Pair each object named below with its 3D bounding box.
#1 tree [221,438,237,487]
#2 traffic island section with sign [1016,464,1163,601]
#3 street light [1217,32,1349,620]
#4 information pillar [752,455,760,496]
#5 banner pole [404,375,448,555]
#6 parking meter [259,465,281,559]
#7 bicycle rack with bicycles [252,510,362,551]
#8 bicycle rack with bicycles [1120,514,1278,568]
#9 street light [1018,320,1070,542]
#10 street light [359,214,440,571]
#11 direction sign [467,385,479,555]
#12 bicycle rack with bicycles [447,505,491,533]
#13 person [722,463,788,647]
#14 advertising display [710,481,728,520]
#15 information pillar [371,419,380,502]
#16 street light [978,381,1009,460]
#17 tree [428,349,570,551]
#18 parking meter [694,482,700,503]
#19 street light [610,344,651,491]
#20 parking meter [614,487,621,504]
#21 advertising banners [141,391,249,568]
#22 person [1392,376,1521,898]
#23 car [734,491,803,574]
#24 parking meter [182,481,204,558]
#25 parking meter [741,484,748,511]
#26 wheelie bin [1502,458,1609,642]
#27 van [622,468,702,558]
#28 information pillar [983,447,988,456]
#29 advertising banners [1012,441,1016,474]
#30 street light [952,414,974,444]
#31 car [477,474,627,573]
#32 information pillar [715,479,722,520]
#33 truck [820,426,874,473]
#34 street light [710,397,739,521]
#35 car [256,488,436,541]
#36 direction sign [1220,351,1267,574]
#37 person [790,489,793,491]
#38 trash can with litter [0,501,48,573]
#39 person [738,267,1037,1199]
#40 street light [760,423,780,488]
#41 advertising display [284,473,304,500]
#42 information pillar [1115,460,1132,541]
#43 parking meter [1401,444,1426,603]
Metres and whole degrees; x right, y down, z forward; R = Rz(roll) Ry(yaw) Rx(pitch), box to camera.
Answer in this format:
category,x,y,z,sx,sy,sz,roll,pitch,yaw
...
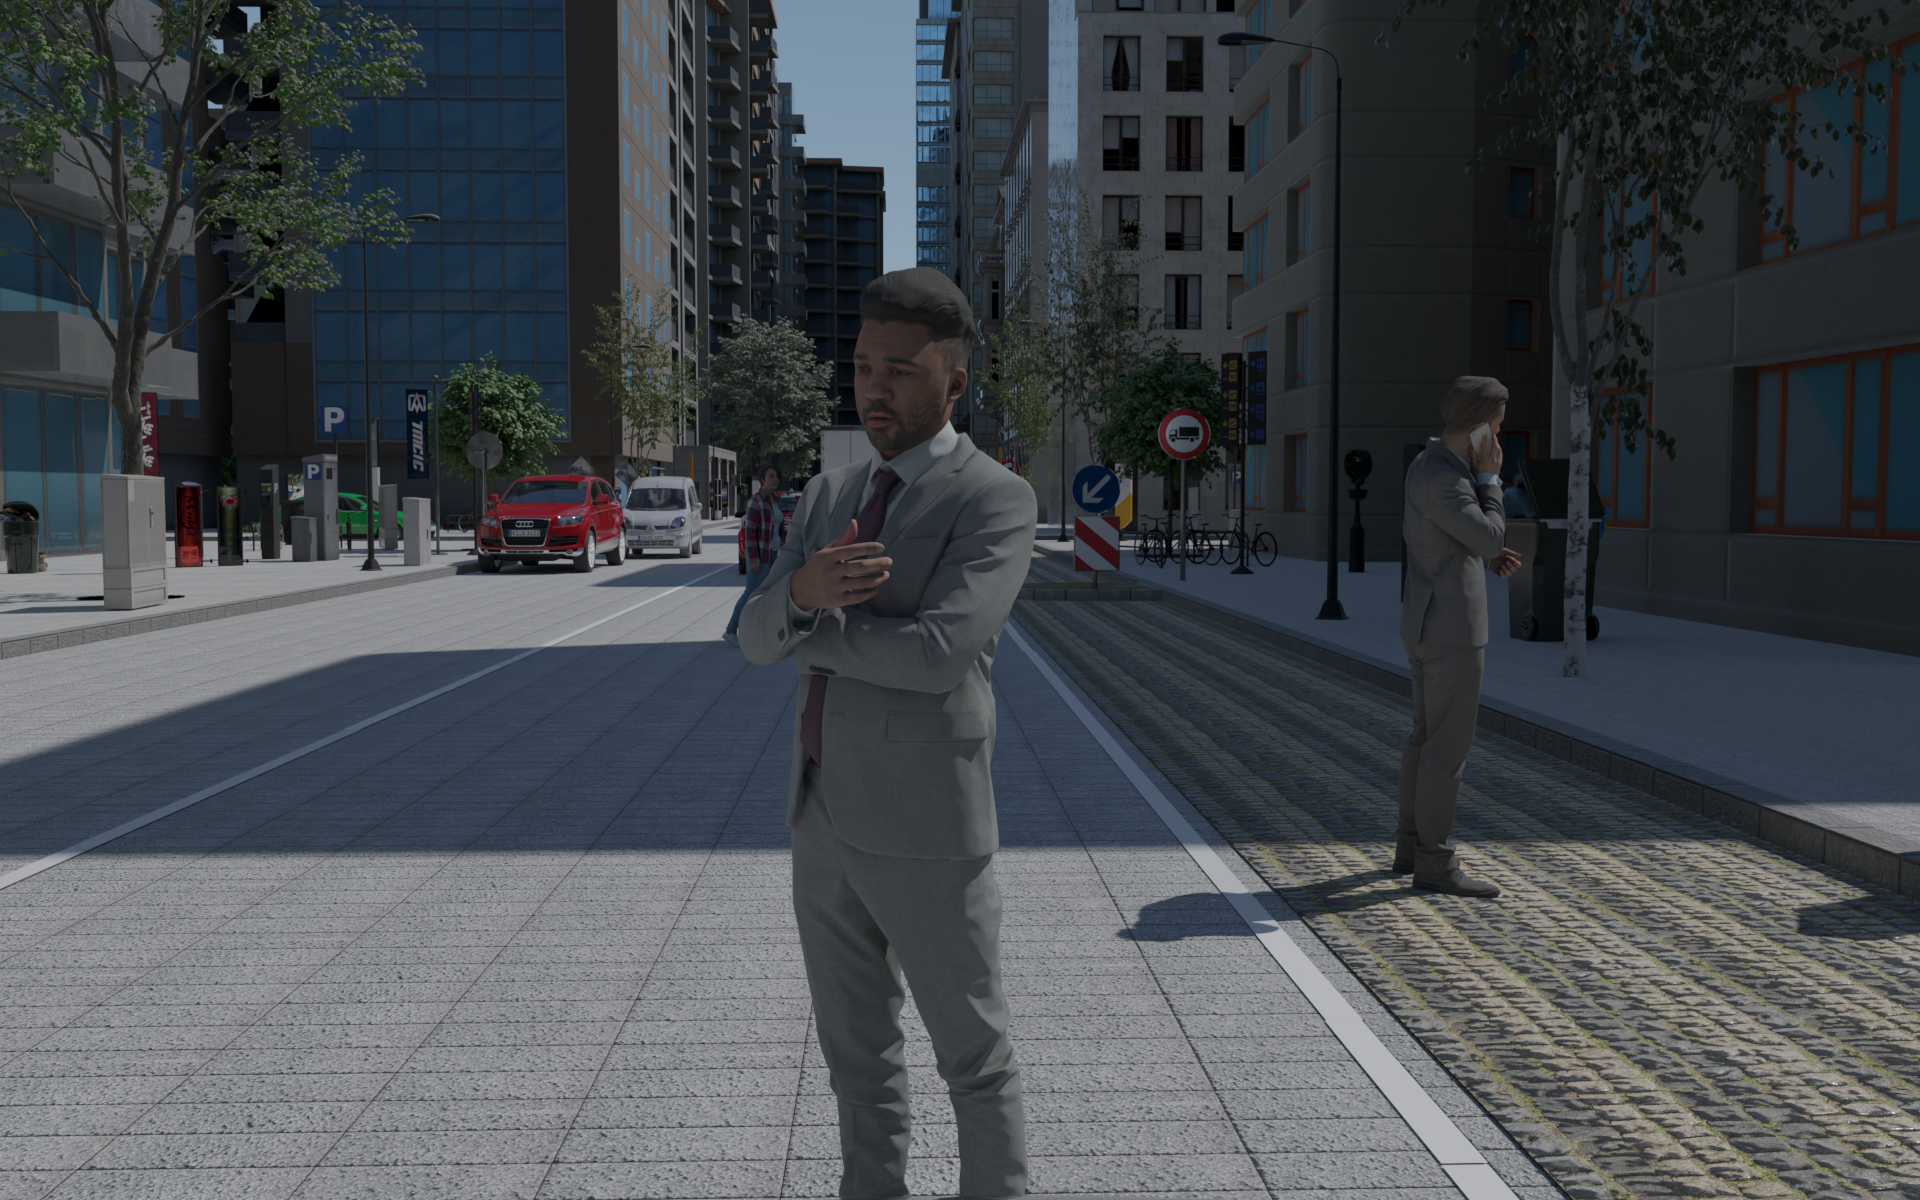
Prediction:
category,x,y,z,sx,sy,sz,roll,pitch,yaw
tree,-36.563,-6.223,85.454,4.285,4.588,4.351,0,3,0
traffic island section with sign,1.691,-0.940,23.998,1.989,1.847,2.006,0,4,-2
street light,3.282,-2.756,17.603,1.470,5.913,1.316,0,4,-2
information pillar,-12.356,-6.958,105.118,0.504,3.616,0.183,1,4,11
banner pole,-11.216,-2.835,36.362,0.863,3.779,0.401,-3,4,-36
parking meter,-13.607,-1.739,34.148,0.255,1.863,0.399,0,4,-1
bicycle rack with bicycles,-15.138,-1.630,40.032,2.852,0.926,2.925,-1,4,-16
bicycle rack with bicycles,3.971,-1.091,31.214,2.852,0.926,2.925,-2,4,-23
street light,2.243,-4.520,46.440,1.470,5.913,1.316,0,4,-2
street light,-9.328,-3.445,28.865,1.470,5.913,1.316,0,4,-2
direction sign,-10.182,-2.712,36.334,0.379,3.537,0.876,-2,4,-27
bicycle rack with bicycles,-15.872,-2.728,57.981,2.925,0.926,2.852,2,4,29
person,-1.875,-0.425,16.284,0.643,1.720,0.563,1,4,21
advertising display,-12.071,-4.988,86.760,0.974,1.923,0.123,1,4,16
information pillar,-18.252,-3.828,53.943,0.504,3.616,0.183,2,4,32
street light,1.449,-6.024,71.038,1.470,5.913,1.316,0,4,-2
tree,-10.618,-3.406,39.405,4.285,4.588,4.351,0,3,0
parking meter,-12.716,-4.780,83.866,0.255,1.863,0.399,0,4,-3
street light,-10.279,-4.973,53.851,1.470,5.913,1.316,0,4,-2
parking meter,-12.002,-3.181,60.425,0.372,1.533,0.369,0,3,0
advertising banners,-13.454,-2.081,30.211,0.090,3.025,2.074,3,5,40
person,1.820,0.123,6.299,0.447,1.846,0.655,0,4,1
car,-3.175,-1.434,32.484,2.155,1.783,4.494,0,4,-4
parking meter,-15.390,-1.610,34.734,0.372,1.533,0.369,0,3,0
parking meter,-12.078,-5.581,96.959,0.255,1.863,0.399,-3,4,-38
wheelie bin,5.183,-0.450,15.273,0.980,1.594,0.693,-1,4,-9
van,-6.904,-2.011,39.894,2.013,2.044,4.112,0,4,-4
information pillar,1.206,-5.810,86.350,0.504,3.616,0.183,3,5,42
advertising banners,1.962,-3.714,56.909,0.090,3.025,2.074,-1,4,-12
street light,0.258,-7.838,100.693,1.470,5.913,1.316,0,4,-2
car,-7.749,-1.503,33.240,2.281,1.827,5.304,0,4,-1
information pillar,-11.957,-4.945,85.342,0.304,2.012,0.304,2,4,32
truck,-4.499,-5.351,76.395,2.839,4.237,11.283,0,4,0
street light,-11.290,-6.767,83.183,1.470,5.913,1.316,0,4,-2
car,-17.057,-2.415,48.285,4.718,1.807,1.959,0,4,-2
direction sign,4.529,-2.185,27.723,0.379,3.537,0.876,-3,5,-44
person,-11.753,-6.876,121.113,0.537,1.800,0.526,1,4,11
trash can with litter,-15.266,-1.028,28.195,0.624,1.170,1.055,-1,4,-14
person,-0.135,0.356,2.866,0.511,1.800,0.466,2,4,26
street light,-12.404,-8.570,112.666,1.470,5.913,1.316,0,4,-2
advertising display,-20.266,-2.922,52.985,0.123,1.923,0.974,1,4,19
information pillar,4.438,-3.408,47.079,0.504,3.616,0.183,2,4,31
parking meter,5.423,-0.902,20.455,0.399,1.863,0.255,-3,5,-44
